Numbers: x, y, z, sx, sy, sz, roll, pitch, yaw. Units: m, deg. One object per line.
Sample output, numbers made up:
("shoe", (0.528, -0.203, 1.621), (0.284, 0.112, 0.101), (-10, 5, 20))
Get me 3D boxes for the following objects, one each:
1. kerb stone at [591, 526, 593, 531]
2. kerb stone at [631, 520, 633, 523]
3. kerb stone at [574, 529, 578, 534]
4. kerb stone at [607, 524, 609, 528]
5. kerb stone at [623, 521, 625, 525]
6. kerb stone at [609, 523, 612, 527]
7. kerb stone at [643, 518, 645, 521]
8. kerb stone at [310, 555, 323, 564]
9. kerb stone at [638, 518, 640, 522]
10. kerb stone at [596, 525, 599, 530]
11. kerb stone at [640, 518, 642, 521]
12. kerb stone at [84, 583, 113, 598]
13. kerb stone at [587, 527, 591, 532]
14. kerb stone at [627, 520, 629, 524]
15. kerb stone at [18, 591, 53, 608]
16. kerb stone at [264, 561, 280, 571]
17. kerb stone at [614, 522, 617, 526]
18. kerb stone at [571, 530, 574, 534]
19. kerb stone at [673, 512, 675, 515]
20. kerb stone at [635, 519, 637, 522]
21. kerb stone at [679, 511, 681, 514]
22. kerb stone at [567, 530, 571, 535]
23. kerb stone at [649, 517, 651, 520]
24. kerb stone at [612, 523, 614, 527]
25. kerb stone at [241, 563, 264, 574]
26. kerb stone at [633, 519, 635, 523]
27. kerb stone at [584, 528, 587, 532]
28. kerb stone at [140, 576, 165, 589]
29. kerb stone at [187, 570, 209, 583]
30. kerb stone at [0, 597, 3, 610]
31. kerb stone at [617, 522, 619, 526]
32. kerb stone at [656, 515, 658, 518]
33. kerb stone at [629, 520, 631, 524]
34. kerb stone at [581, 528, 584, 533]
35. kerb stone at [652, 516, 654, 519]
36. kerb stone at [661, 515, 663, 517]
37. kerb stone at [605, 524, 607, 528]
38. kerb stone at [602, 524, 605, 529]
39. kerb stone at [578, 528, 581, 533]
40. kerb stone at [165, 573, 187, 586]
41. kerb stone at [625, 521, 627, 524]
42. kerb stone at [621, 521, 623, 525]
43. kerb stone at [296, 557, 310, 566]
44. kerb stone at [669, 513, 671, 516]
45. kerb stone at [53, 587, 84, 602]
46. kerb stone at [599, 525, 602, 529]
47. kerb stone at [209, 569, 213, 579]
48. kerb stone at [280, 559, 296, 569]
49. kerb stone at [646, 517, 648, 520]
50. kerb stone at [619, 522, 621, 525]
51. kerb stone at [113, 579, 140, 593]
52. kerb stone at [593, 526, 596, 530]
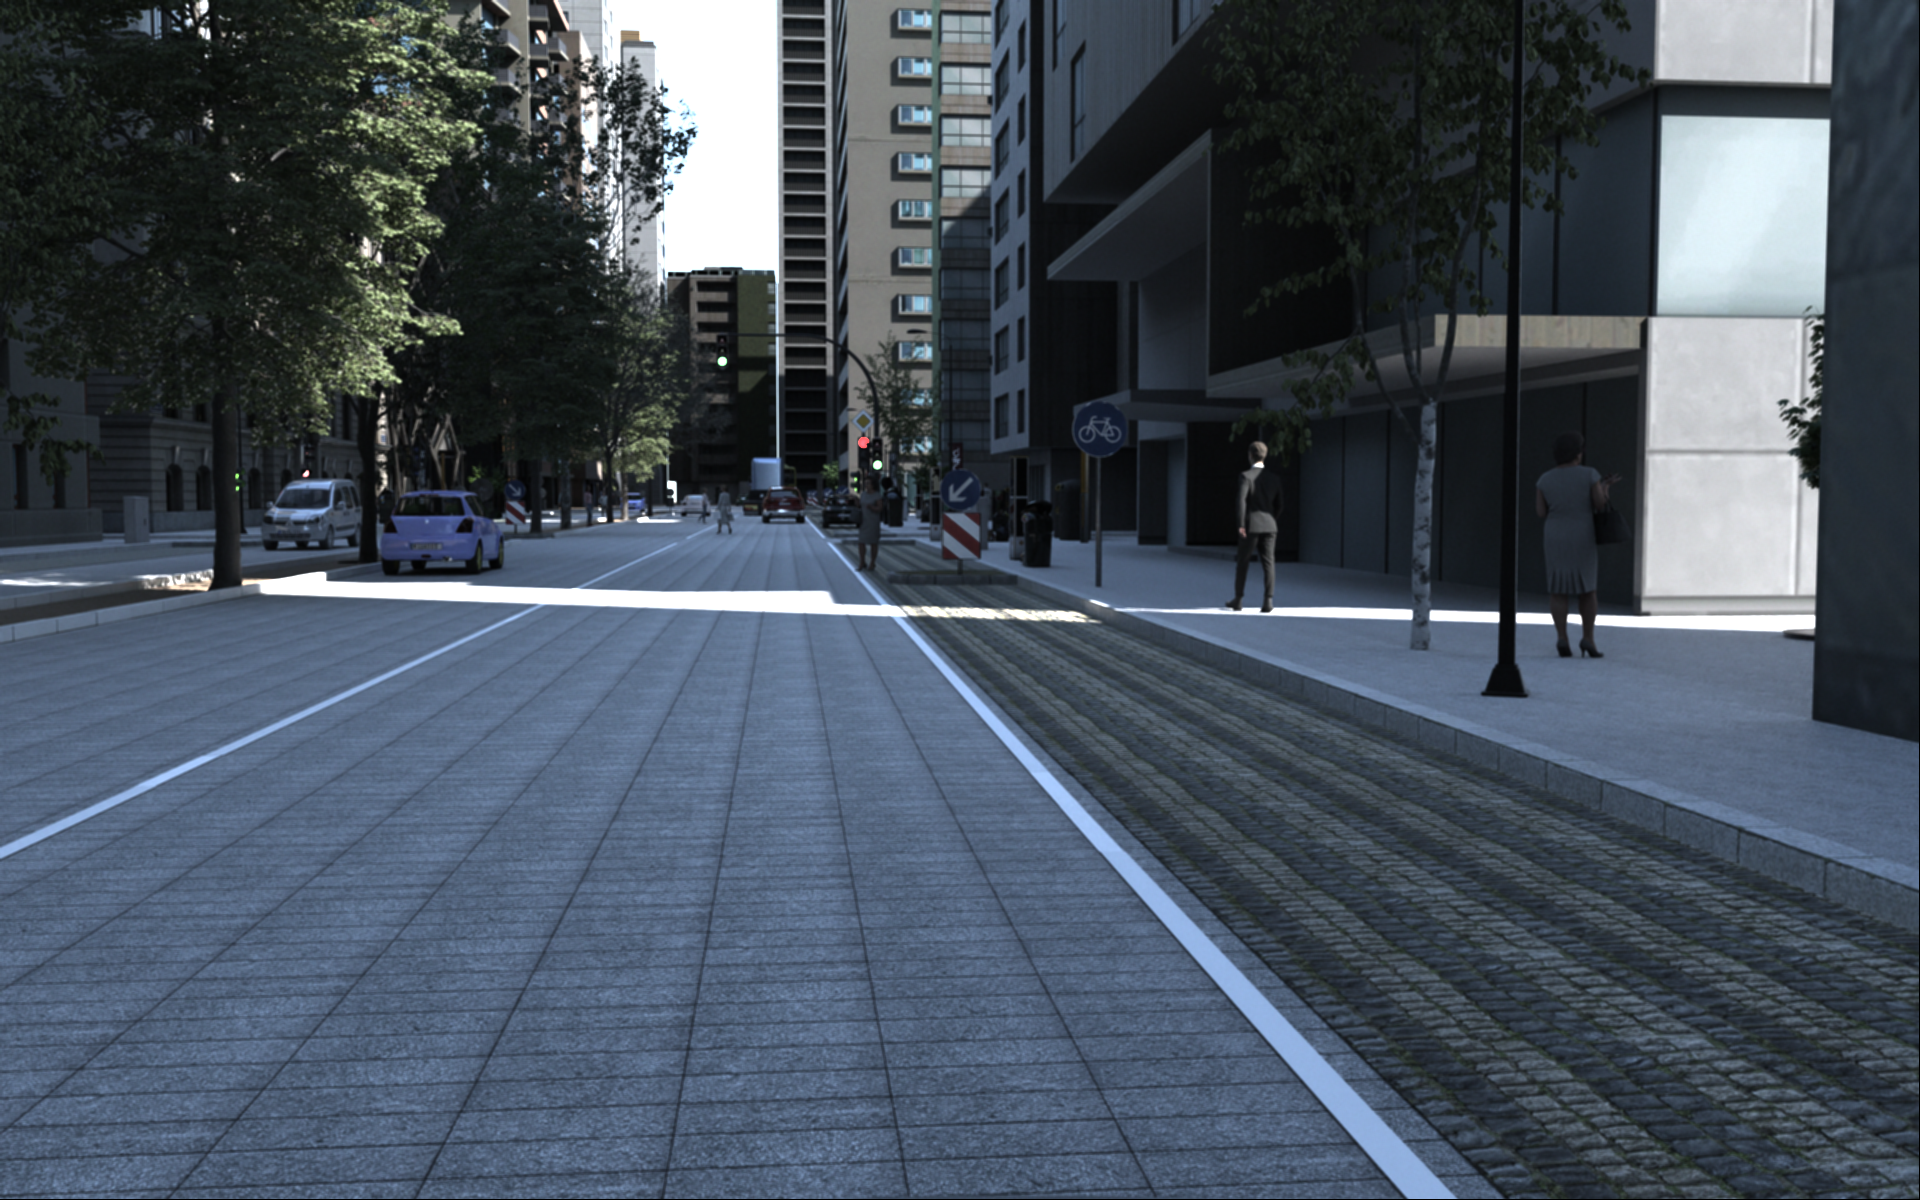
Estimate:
("kerb stone", (-14.347, -2.715, 66.781), (0.120, 0.150, 1.000), (0, 4, -6))
("kerb stone", (-16.113, -3.788, 84.137), (0.120, 0.150, 1.000), (0, 4, -6))
("kerb stone", (-13.826, -2.414, 61.667), (0.120, 0.150, 1.000), (0, 4, -6))
("kerb stone", (-14.976, -3.101, 72.893), (0.120, 0.150, 1.000), (0, 4, -6))
("kerb stone", (-15.700, -3.538, 80.045), (0.120, 0.150, 1.000), (0, 4, -6))
("kerb stone", (-15.076, -3.163, 73.910), (0.120, 0.150, 1.000), (0, 4, -6))
("kerb stone", (-16.842, -4.225, 91.276), (0.120, 0.150, 1.000), (0, 4, -6))
("kerb stone", (-13.264, -0.808, 35.403), (0.120, 0.150, 1.000), (0, 4, -6))
("kerb stone", (-16.530, -4.034, 88.216), (0.120, 0.150, 1.000), (0, 4, -6))
("kerb stone", (-14.564, -2.851, 68.816), (0.120, 0.150, 1.000), (0, 4, -6))
("kerb stone", (-16.637, -4.100, 89.234), (0.120, 0.150, 1.000), (0, 4, -6))
("kerb stone", (-12.115, -0.120, 24.185), (0.120, 0.150, 1.000), (0, 4, -6))
("kerb stone", (-14.240, -2.665, 65.763), (0.120, 0.150, 1.000), (0, 4, -6))
("kerb stone", (-15.912, -3.663, 82.090), (0.120, 0.150, 1.000), (0, 4, -6))
("kerb stone", (-11.908, 0.005, 22.141), (0.120, 0.150, 1.000), (0, 4, -6))
("kerb stone", (-12.953, -0.621, 32.353), (0.120, 0.150, 1.000), (0, 4, -6))
("kerb stone", (-15.279, -3.288, 75.958), (0.120, 0.150, 1.000), (0, 4, -6))
("kerb stone", (-13.727, -2.352, 60.649), (0.120, 0.150, 1.000), (0, 4, -6))
("kerb stone", (-19.342, -5.723, 115.767), (0.120, 0.150, 1.000), (0, 4, -6))
("kerb stone", (-16.324, -3.912, 86.181), (0.120, 0.150, 1.000), (0, 4, -6))
("kerb stone", (-20.068, -6.158, 122.900), (0.120, 0.150, 1.000), (0, 4, -6))
("kerb stone", (-13.619, -2.290, 59.630), (0.120, 0.150, 1.000), (0, 4, -6))
("kerb stone", (-17.254, -4.475, 95.360), (0.120, 0.150, 1.000), (0, 4, -6))
("kerb stone", (-15.176, -3.224, 74.941), (0.120, 0.150, 1.000), (0, 4, -6))
("kerb stone", (-12.852, -0.559, 31.336), (0.120, 0.150, 1.000), (0, 4, -6))
("kerb stone", (-16.218, -3.851, 85.158), (0.120, 0.150, 1.000), (0, 4, -6))
("kerb stone", (-14.138, -2.599, 64.736), (0.120, 0.150, 1.000), (0, 4, -6))
("kerb stone", (-12.325, -0.245, 26.226), (0.120, 0.150, 1.000), (0, 4, -6))
("kerb stone", (-12.529, -0.372, 28.279), (0.120, 0.150, 1.000), (0, 4, -6))
("kerb stone", (-11.811, 0.066, 21.124), (0.120, 0.150, 1.000), (0, 4, -6))
("kerb stone", (-15.384, -3.350, 76.975), (0.120, 0.150, 1.000), (0, 4, -6))
("kerb stone", (-17.771, -4.783, 100.445), (0.120, 0.150, 1.000), (0, 4, -6))
("kerb stone", (-16.014, -3.726, 83.119), (0.120, 0.150, 1.000), (0, 4, -6))
("kerb stone", (-14.035, -2.539, 63.710), (0.120, 0.150, 1.000), (0, 4, -6))
("kerb stone", (-17.466, -4.599, 97.393), (0.120, 0.150, 1.000), (0, 4, -6))
("kerb stone", (-18.193, -5.035, 104.518), (0.120, 0.150, 1.000), (0, 4, -6))
("kerb stone", (-14.866, -3.038, 71.871), (0.120, 0.150, 1.000), (0, 4, -6))
("kerb stone", (-14.758, -2.976, 70.854), (0.120, 0.150, 1.000), (0, 4, -6))
("kerb stone", (-13.927, -2.477, 62.693), (0.120, 0.150, 1.000), (0, 4, -6))
("kerb stone", (-12.433, -0.306, 27.254), (0.120, 0.150, 1.000), (0, 4, -6))
("kerb stone", (-15.802, -3.601, 81.074), (0.120, 0.150, 1.000), (0, 4, -6))
("kerb stone", (-15.595, -3.475, 79.017), (0.120, 0.150, 1.000), (0, 4, -6))
("kerb stone", (-13.155, -0.746, 34.387), (0.120, 0.150, 1.000), (0, 4, -6))
("kerb stone", (-18.922, -5.473, 111.678), (0.120, 0.150, 1.000), (0, 4, -6))
("kerb stone", (-12.016, -0.059, 23.167), (0.120, 0.150, 1.000), (0, 4, -6))
("kerb stone", (-14.658, -2.914, 69.834), (0.120, 0.150, 1.000), (0, 4, -6))
("kerb stone", (-12.641, -0.435, 29.301), (0.120, 0.150, 1.000), (0, 4, -6))
("kerb stone", (-13.049, -0.683, 33.370), (0.120, 0.150, 1.000), (0, 4, -6))
("kerb stone", (-17.050, -4.346, 93.313), (0.120, 0.150, 1.000), (0, 4, -6))
("kerb stone", (-15.492, -3.411, 77.992), (0.120, 0.150, 1.000), (0, 4, -6))
("kerb stone", (-12.221, -0.184, 25.201), (0.120, 0.150, 1.000), (0, 4, -6))
("kerb stone", (-14.455, -2.788, 67.798), (0.120, 0.150, 1.000), (0, 4, -6))
